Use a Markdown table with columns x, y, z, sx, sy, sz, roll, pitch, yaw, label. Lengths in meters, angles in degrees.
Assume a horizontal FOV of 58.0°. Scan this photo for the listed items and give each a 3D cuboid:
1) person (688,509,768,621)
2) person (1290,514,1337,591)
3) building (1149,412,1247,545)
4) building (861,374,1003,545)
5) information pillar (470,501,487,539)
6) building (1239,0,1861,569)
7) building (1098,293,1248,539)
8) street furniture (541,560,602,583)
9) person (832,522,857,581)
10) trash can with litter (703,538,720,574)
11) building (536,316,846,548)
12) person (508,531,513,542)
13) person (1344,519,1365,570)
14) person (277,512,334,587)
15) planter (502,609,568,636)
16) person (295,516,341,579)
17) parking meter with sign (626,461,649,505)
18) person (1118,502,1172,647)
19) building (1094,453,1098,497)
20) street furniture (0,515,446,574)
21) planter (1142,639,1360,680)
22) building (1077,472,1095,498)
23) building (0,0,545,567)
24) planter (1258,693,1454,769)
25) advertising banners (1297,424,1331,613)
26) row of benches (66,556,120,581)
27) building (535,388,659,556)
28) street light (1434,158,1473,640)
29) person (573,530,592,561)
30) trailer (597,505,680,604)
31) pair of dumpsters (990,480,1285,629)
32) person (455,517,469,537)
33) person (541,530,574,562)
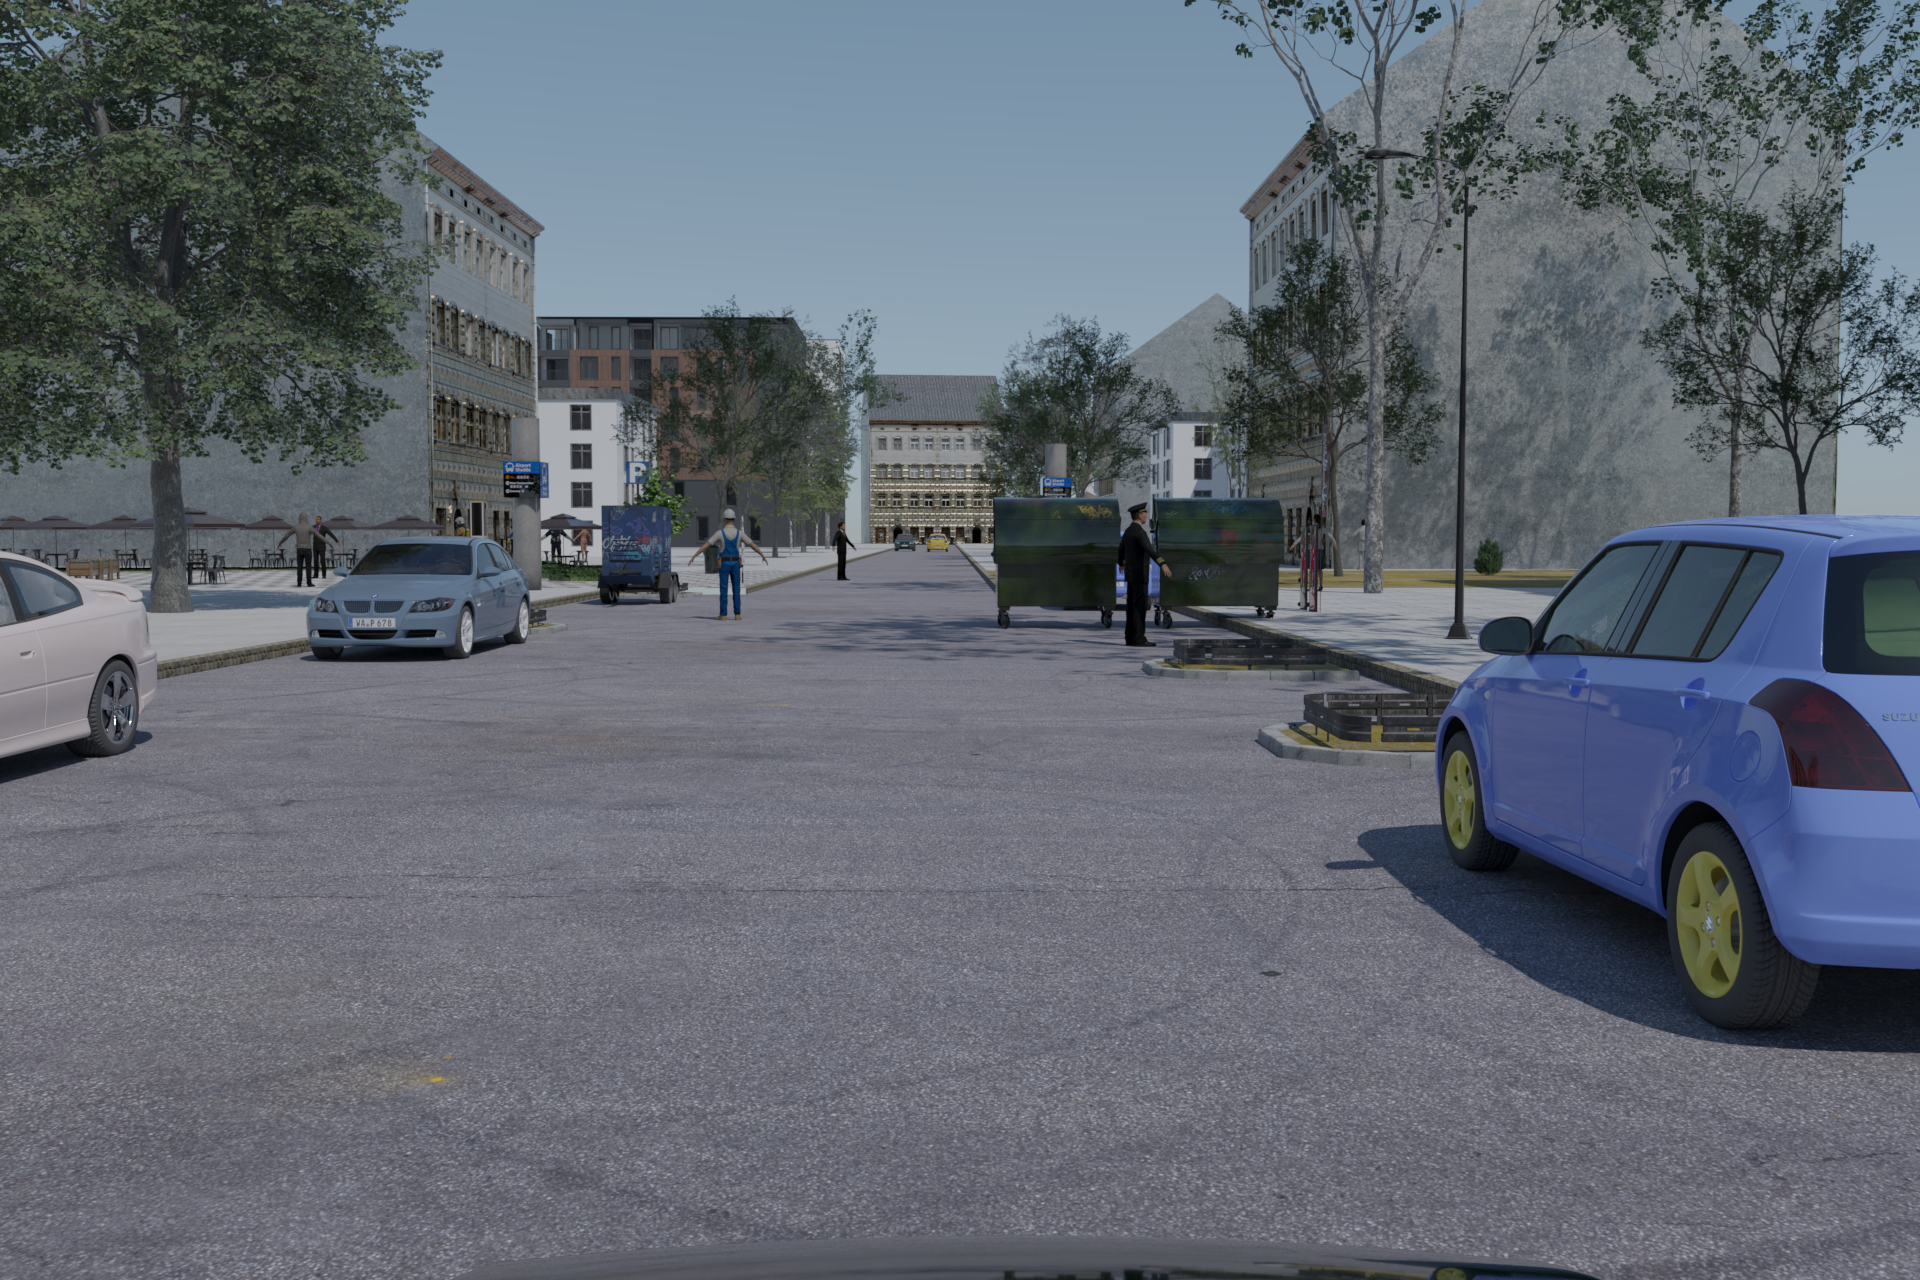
| x | y | z | sx | sy | sz | roll | pitch | yaw | label |
| --- | --- | --- | --- | --- | --- | --- | --- | --- | --- |
| -3.837 | -1.253 | 28.803 | 1.347 | 1.847 | 0.705 | -1 | 4 | -19 | person |
| 7.943 | -1.958 | 38.837 | 1.217 | 1.735 | 0.721 | -1 | 4 | -21 | person |
| 19.078 | -10.832 | 119.257 | 9.099 | 9.664 | 28.070 | 0 | 4 | 0 | building |
| -4.044 | -24.722 | 237.595 | 18.063 | 23.208 | 19.493 | 0 | 4 | -7 | building |
| -10.657 | -2.073 | 38.384 | 0.304 | 2.012 | 0.304 | 0 | 3 | 0 | information pillar |
| 22.746 | -14.732 | 71.792 | 19.493 | 23.208 | 18.063 | 0 | 3 | 0 | building |
| 23.363 | -20.568 | 167.217 | 19.493 | 23.208 | 18.063 | 0 | 3 | 0 | building |
| -12.613 | -2.073 | 49.523 | 5.734 | 0.657 | 10.072 | -2 | 4 | -29 | street furniture |
| -3.614 | -2.735 | 53.359 | 0.705 | 1.806 | 1.347 | 2 | 4 | 27 | person |
| -7.796 | -2.735 | 56.104 | 1.055 | 1.170 | 0.624 | 0 | 4 | 0 | trash can with litter |
| -26.547 | -20.507 | 179.262 | 27.936 | 21.610 | 32.646 | 0 | 4 | -1 | building |
| -18.738 | -4.142 | 73.693 | 0.705 | 1.833 | 1.349 | 3 | 4 | 37 | person |
| 14.480 | -3.425 | 62.192 | 1.347 | 1.806 | 0.705 | 0 | 4 | -1 | person |
| -15.909 | -2.196 | 42.029 | 1.348 | 1.813 | 0.705 | 0 | 4 | -3 | person |
| -6.846 | -0.259 | 25.372 | 1.991 | 0.319 | 1.994 | 0 | 4 | 0 | planter |
| -18.424 | -2.663 | 49.763 | 1.346 | 1.802 | 0.704 | 0 | 4 | 4 | person |
| -7.727 | -2.821 | 42.384 | 0.543 | 3.016 | 1.738 | 0 | 4 | -1 | parking meter with sign |
| 2.291 | -0.838 | 22.096 | 0.705 | 1.837 | 1.347 | -1 | 4 | -21 | person |
| 20.006 | -20.516 | 191.853 | 16.016 | 20.090 | 11.380 | 0 | 4 | -1 | building |
| -32.742 | -3.298 | 58.955 | 27.439 | 1.986 | 14.083 | 0 | 4 | 6 | street furniture |
| 2.920 | 0.196 | 17.941 | 1.991 | 0.319 | 1.994 | 0 | 4 | 0 | planter |
| 19.919 | -16.533 | 212.456 | 9.099 | 9.664 | 28.070 | 0 | 4 | -1 | building |
| -30.092 | -15.014 | 76.402 | 19.493 | 23.208 | 18.063 | 0 | 4 | -1 | building |
| 3.047 | 0.586 | 11.551 | 1.991 | 0.319 | 1.994 | 0 | 4 | 0 | planter |
| 5.845 | -1.982 | 28.588 | 0.090 | 3.025 | 2.074 | 0 | 4 | -1 | advertising banners |
| -23.654 | -1.950 | 47.350 | 1.422 | 0.672 | 4.104 | -1 | 4 | -16 | row of benches |
| -24.340 | -10.506 | 113.921 | 9.099 | 9.664 | 28.070 | 0 | 4 | -1 | building |
| 6.648 | -2.965 | 21.023 | 1.470 | 5.913 | 1.316 | 0 | 4 | 0 | street light |
| -16.942 | -4.339 | 77.752 | 0.721 | 1.733 | 1.217 | 2 | 4 | 29 | person |
| -6.645 | -1.719 | 35.148 | 1.471 | 1.999 | 3.904 | 0 | 4 | 0 | trailer |
| 2.687 | -1.327 | 26.652 | 4.436 | 2.255 | 1.574 | 0 | 4 | 0 | pair of dumpsters |
| -17.054 | -3.260 | 59.077 | 0.705 | 1.858 | 1.354 | 0 | 4 | -2 | person |
| -15.723 | -3.770 | 67.414 | 1.354 | 1.856 | 0.705 | -1 | 4 | -12 | person |
